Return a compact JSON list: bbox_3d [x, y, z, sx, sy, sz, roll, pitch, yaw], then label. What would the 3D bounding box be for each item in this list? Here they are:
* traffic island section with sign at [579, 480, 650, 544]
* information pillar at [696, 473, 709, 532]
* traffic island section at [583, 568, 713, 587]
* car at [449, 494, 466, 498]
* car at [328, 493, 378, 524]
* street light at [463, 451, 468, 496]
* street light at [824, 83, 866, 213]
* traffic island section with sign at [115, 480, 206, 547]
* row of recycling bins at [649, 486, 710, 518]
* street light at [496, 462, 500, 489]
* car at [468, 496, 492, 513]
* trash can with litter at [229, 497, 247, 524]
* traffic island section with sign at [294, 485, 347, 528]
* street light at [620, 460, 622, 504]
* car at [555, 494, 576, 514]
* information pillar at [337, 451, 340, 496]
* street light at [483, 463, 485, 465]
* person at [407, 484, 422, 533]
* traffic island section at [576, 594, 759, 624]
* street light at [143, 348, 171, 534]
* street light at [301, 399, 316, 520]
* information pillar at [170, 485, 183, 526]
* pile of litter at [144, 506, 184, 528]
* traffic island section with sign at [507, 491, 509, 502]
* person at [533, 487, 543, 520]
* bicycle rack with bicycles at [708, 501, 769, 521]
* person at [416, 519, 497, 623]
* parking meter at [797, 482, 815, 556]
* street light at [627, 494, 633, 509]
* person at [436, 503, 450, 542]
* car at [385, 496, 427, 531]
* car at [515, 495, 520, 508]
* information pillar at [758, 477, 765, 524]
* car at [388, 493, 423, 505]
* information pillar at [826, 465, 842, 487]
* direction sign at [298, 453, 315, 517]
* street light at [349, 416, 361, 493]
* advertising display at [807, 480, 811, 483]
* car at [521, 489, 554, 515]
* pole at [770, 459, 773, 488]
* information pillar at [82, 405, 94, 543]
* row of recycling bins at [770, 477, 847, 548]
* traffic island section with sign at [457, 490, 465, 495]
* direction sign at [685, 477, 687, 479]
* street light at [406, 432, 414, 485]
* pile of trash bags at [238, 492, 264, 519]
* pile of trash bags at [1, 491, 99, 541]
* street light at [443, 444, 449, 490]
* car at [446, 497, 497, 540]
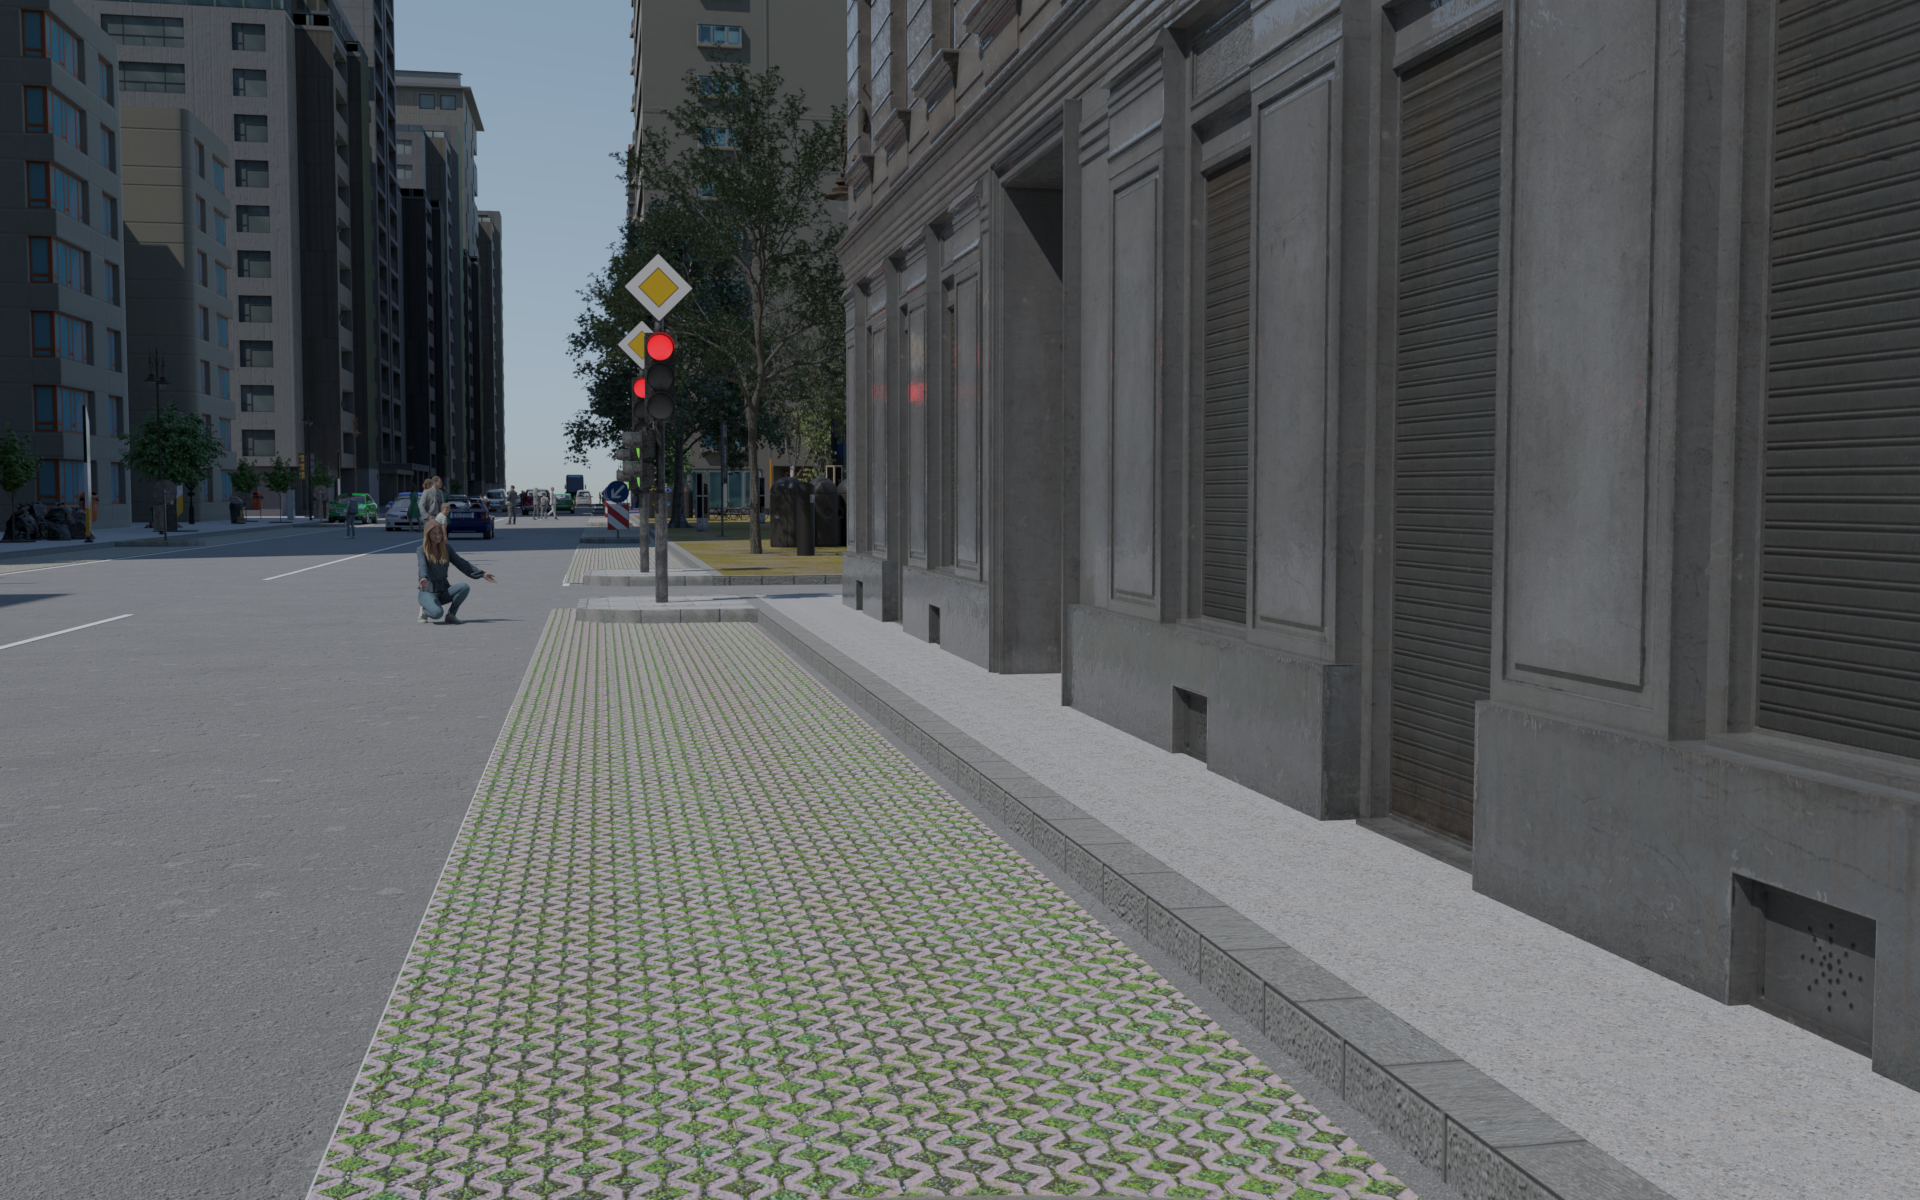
[{"bbox_3d":[-10.120,-2.571,50.664,1.989,1.847,2.006,-1,4,-12],"label":"traffic island section with sign"},{"bbox_3d":[-8.821,-3.352,59.290,0.304,2.012,0.304,2,4,31],"label":"information pillar"},{"bbox_3d":[-5.129,-0.369,28.309,2.009,0.180,2.903,-1,4,-12],"label":"traffic island section"},{"bbox_3d":[-30.971,-5.755,106.095,2.014,1.417,4.499,-1,4,-10],"label":"car"},{"bbox_3d":[-28.969,-4.519,82.677,1.959,1.807,4.718,-1,4,-10],"label":"car"},{"bbox_3d":[-51.951,-12.786,181.836,0.468,5.910,1.993,-1,4,-12],"label":"street light"},{"bbox_3d":[-1.239,-2.890,20.040,0.468,5.910,1.993,-1,4,-12],"label":"street light"},{"bbox_3d":[-21.903,-2.382,47.573,1.989,1.847,2.006,-1,4,-12],"label":"traffic island section with sign"},{"bbox_3d":[-15.035,-5.182,91.842,3.534,1.692,1.069,0,4,-1],"label":"row of recycling bins"},{"bbox_3d":[-64.047,-16.365,240.349,0.468,5.910,1.993,-1,4,-12],"label":"street light"},{"bbox_3d":[-32.902,-6.443,117.916,1.945,1.354,3.894,-1,4,-11],"label":"car"},{"bbox_3d":[-30.933,-3.851,74.348,0.624,1.170,1.055,-3,5,-44],"label":"trash can with litter"},{"bbox_3d":[-27.529,-4.035,74.598,1.989,1.847,2.006,-1,4,-12],"label":"traffic island section with sign"},{"bbox_3d":[-38.745,-13.866,199.494,0.468,5.910,1.993,-1,4,-12],"label":"street light"},{"bbox_3d":[-29.185,-7.229,126.983,1.959,1.807,4.718,-1,4,-11],"label":"car"},{"bbox_3d":[-33.925,-6.317,94.632,0.183,3.616,0.504,-1,4,-17],"label":"information pillar"},{"bbox_3d":[-58.089,-14.573,211.056,0.468,5.910,1.993,-1,4,-12],"label":"street light"},{"bbox_3d":[-20.302,-3.406,64.441,0.529,1.795,0.600,0,4,-2],"label":"person"},{"bbox_3d":[-3.504,0.110,20.491,2.009,0.180,2.903,-1,4,-12],"label":"traffic island section"},{"bbox_3d":[-25.367,-5.019,54.849,0.468,5.910,1.993,-1,4,-12],"label":"street light"},{"bbox_3d":[-31.589,-6.808,84.100,0.468,5.910,1.993,-1,4,-12],"label":"street light"},{"bbox_3d":[-31.315,-4.757,69.135,0.183,3.616,0.504,3,5,42],"label":"information pillar"},{"bbox_3d":[-30.141,-3.142,65.336,1.719,0.858,1.176,2,4,26],"label":"pile of litter"},{"bbox_3d":[-59.964,-13.580,230.655,1.989,1.847,2.006,-1,4,-12],"label":"traffic island section with sign"},{"bbox_3d":[-23.450,-5.348,96.121,0.526,1.800,0.537,-1,4,-16],"label":"person"},{"bbox_3d":[-11.159,-4.363,84.721,2.925,0.926,2.852,1,4,21],"label":"bicycle rack with bicycles"},{"bbox_3d":[-5.645,-0.317,19.176,1.012,1.151,0.738,-3,5,-41],"label":"person"},{"bbox_3d":[-3.205,-1.686,35.982,0.372,1.533,0.369,0,3,0],"label":"parking meter"},{"bbox_3d":[-27.962,-10.682,147.444,0.468,5.910,1.993,-1,4,-12],"label":"street light"},{"bbox_3d":[-10.338,-1.310,34.604,0.352,1.250,0.332,0,4,1],"label":"person"},{"bbox_3d":[-21.550,-3.429,68.429,2.083,1.381,4.827,-1,4,-12],"label":"car"},{"bbox_3d":[-43.479,-9.766,172.034,2.083,1.381,4.827,-1,4,-11],"label":"car"},{"bbox_3d":[-8.664,-4.330,75.282,0.304,2.012,0.304,-2,4,-30],"label":"information pillar"},{"bbox_3d":[-24.052,-4.063,76.029,1.945,1.707,3.694,-1,4,-13],"label":"car"},{"bbox_3d":[-3.236,-2.451,44.572,0.304,2.012,0.304,3,5,39],"label":"information pillar"},{"bbox_3d":[-35.990,-6.328,95.465,0.876,3.537,0.379,0,4,0],"label":"direction sign"},{"bbox_3d":[-35.021,-7.807,100.427,0.468,5.910,1.993,-1,4,-12],"label":"street light"},{"bbox_3d":[-6.477,-4.510,78.954,0.974,1.923,0.123,-1,4,-19],"label":"advertising display"},{"bbox_3d":[-29.089,-6.771,119.380,2.281,1.827,5.304,-1,4,-11],"label":"car"},{"bbox_3d":[-10.928,-6.524,100.502,0.158,3.312,0.155,0,3,0],"label":"pole"},{"bbox_3d":[-23.088,-3.331,45.824,0.183,3.616,0.504,-1,4,-18],"label":"information pillar"},{"bbox_3d":[-3.006,-2.166,42.524,3.534,1.692,1.069,-3,4,-36],"label":"row of recycling bins"},{"bbox_3d":[-43.222,-8.656,150.148,1.989,1.847,2.006,-1,4,-12],"label":"traffic island section with sign"},{"bbox_3d":[-14.170,-5.815,87.071,0.876,3.537,0.379,-2,4,-24],"label":"direction sign"},{"bbox_3d":[-41.119,-9.602,129.776,0.468,5.910,1.993,-1,4,-12],"label":"street light"},{"bbox_3d":[-37.853,-4.928,90.319,3.447,1.369,1.912,1,4,14],"label":"pile of trash bags"},{"bbox_3d":[-25.392,-2.399,48.973,1.912,1.369,3.447,0,4,1],"label":"pile of trash bags"},{"bbox_3d":[-47.221,-11.394,159.085,0.468,5.910,1.993,-1,4,-12],"label":"street light"},{"bbox_3d":[-15.858,-2.626,55.518,1.945,1.354,3.894,-1,4,-13],"label":"car"}]
